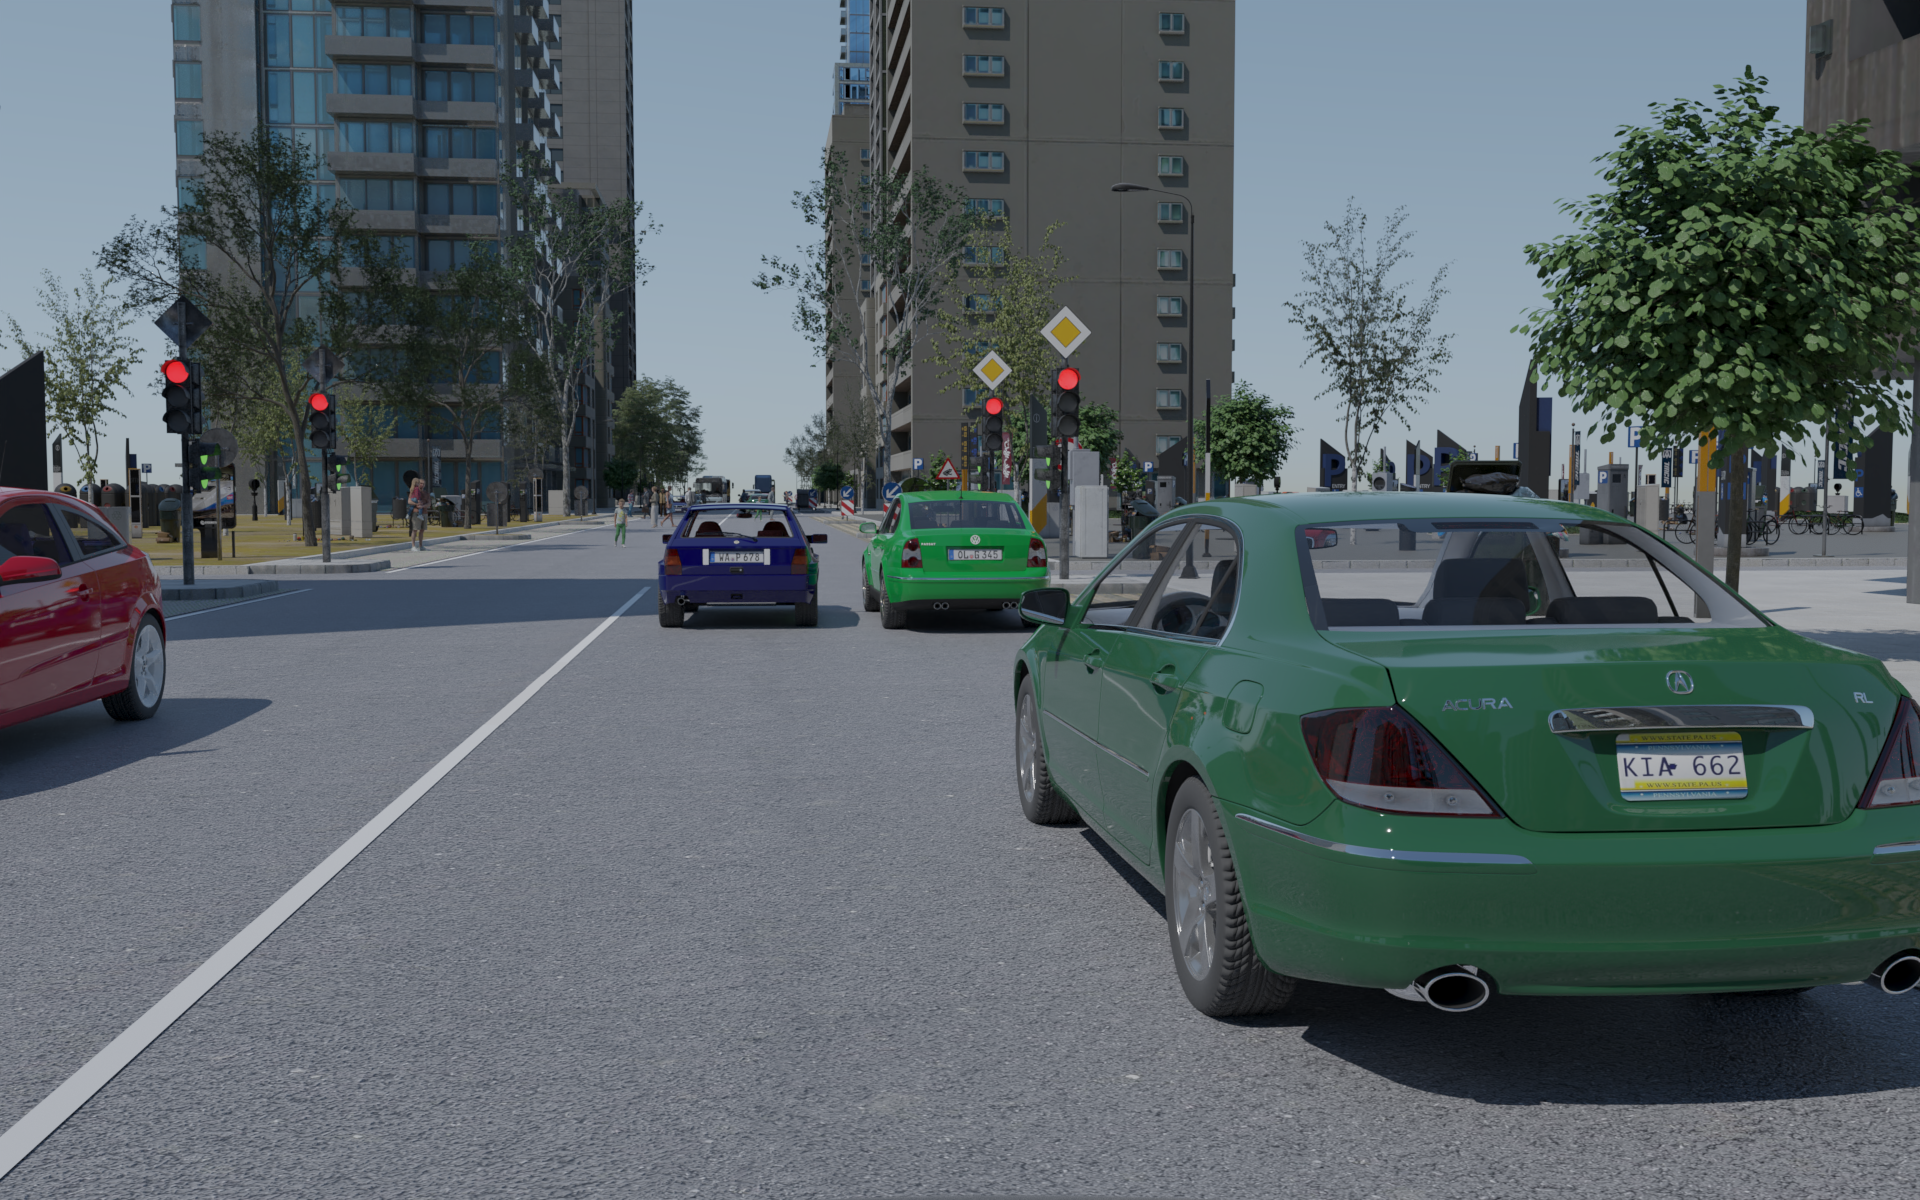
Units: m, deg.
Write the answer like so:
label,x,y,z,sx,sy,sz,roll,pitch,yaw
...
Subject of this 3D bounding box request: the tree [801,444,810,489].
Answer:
label,x,y,z,sx,sy,sz,roll,pitch,yaw
tree,-12.878,-13.407,169.567,4.360,8.622,3.978,0,3,0

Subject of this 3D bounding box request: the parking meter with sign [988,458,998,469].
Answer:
label,x,y,z,sx,sy,sz,roll,pitch,yaw
parking meter with sign,1.019,-5.229,81.757,0.543,3.016,1.738,3,5,43

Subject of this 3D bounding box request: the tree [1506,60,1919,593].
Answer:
label,x,y,z,sx,sy,sz,roll,pitch,yaw
tree,5.958,-1.801,13.167,4.285,4.588,4.351,0,3,0

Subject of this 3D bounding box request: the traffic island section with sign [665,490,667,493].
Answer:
label,x,y,z,sx,sy,sz,roll,pitch,yaw
traffic island section with sign,-26.930,-9.175,158.644,1.989,1.847,2.006,0,4,-7

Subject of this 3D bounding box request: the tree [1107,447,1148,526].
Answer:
label,x,y,z,sx,sy,sz,roll,pitch,yaw
tree,6.661,-4.659,70.770,1.663,3.219,1.824,0,3,0

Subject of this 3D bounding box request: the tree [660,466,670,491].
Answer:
label,x,y,z,sx,sy,sz,roll,pitch,yaw
tree,-34.007,-15.050,196.423,4.360,8.622,3.978,0,3,0

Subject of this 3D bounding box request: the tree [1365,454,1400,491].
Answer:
label,x,y,z,sx,sy,sz,roll,pitch,yaw
tree,20.273,-5.410,83.059,1.663,3.219,1.824,0,3,0

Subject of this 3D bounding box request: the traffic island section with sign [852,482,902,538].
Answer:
label,x,y,z,sx,sy,sz,roll,pitch,yaw
traffic island section with sign,-2.384,-2.940,56.702,1.989,1.847,2.006,0,4,-7

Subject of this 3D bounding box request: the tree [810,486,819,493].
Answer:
label,x,y,z,sx,sy,sz,roll,pitch,yaw
tree,-18.556,-13.982,223.205,1.663,3.219,1.824,0,3,0

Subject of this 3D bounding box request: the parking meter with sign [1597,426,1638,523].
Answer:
label,x,y,z,sx,sy,sz,roll,pitch,yaw
parking meter with sign,16.591,-2.925,44.092,1.738,3.016,0.543,-2,4,-24

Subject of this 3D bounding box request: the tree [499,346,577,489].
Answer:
label,x,y,z,sx,sy,sz,roll,pitch,yaw
tree,-21.069,-8.319,86.384,4.360,8.622,3.978,0,3,0

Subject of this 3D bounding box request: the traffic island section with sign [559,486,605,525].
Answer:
label,x,y,z,sx,sy,sz,roll,pitch,yaw
traffic island section with sign,-17.690,-4.429,81.036,1.989,1.847,2.006,0,4,-7

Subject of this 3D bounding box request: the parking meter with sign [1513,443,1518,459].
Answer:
label,x,y,z,sx,sy,sz,roll,pitch,yaw
parking meter with sign,18.770,-3.777,58.016,0.543,3.016,1.738,1,4,19

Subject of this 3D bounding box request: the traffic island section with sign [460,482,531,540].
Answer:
label,x,y,z,sx,sy,sz,roll,pitch,yaw
traffic island section with sign,-14.514,-2.791,54.268,1.989,1.847,2.006,0,4,-7

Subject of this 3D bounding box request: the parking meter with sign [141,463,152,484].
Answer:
label,x,y,z,sx,sy,sz,roll,pitch,yaw
parking meter with sign,-46.871,-6.291,99.117,1.738,3.016,0.543,3,5,42

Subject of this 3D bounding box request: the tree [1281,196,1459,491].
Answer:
label,x,y,z,sx,sy,sz,roll,pitch,yaw
tree,10.230,-5.712,43.750,4.360,8.622,3.978,0,3,0

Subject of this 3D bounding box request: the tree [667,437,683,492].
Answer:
label,x,y,z,sx,sy,sz,roll,pitch,yaw
tree,-34.839,-15.732,207.576,4.737,8.622,4.395,0,3,0

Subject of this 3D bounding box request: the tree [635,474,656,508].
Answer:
label,x,y,z,sx,sy,sz,roll,pitch,yaw
tree,-29.562,-10.248,162.157,1.663,3.219,1.824,0,3,0

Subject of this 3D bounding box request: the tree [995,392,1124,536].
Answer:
label,x,y,z,sx,sy,sz,roll,pitch,yaw
tree,2.663,-4.523,57.672,4.285,4.588,4.351,0,3,0

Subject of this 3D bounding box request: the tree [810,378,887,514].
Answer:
label,x,y,z,sx,sy,sz,roll,pitch,yaw
tree,-6.289,-9.678,108.604,4.360,8.622,3.978,0,3,0

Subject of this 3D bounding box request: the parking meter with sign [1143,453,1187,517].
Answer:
label,x,y,z,sx,sy,sz,roll,pitch,yaw
parking meter with sign,8.733,-4.712,73.304,1.738,3.016,0.543,2,4,27

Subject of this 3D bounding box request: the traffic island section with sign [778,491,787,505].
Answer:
label,x,y,z,sx,sy,sz,roll,pitch,yaw
traffic island section with sign,-24.437,-14.277,242.056,1.989,1.847,2.006,0,4,-7

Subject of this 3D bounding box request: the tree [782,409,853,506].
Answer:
label,x,y,z,sx,sy,sz,roll,pitch,yaw
tree,-15.627,-15.720,191.432,8.767,10.594,7.601,0,4,3

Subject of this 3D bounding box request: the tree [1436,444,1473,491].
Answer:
label,x,y,z,sx,sy,sz,roll,pitch,yaw
tree,19.485,-4.481,67.872,1.663,3.219,1.824,0,3,0

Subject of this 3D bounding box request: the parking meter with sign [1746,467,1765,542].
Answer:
label,x,y,z,sx,sy,sz,roll,pitch,yaw
parking meter with sign,21.266,-3.093,46.823,0.543,3.016,1.738,2,4,33

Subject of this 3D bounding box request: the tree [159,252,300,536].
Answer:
label,x,y,z,sx,sy,sz,roll,pitch,yaw
tree,-22.660,-6.304,53.428,4.360,8.622,3.978,0,3,0

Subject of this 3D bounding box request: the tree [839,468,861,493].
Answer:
label,x,y,z,sx,sy,sz,roll,pitch,yaw
tree,-8.087,-8.151,127.865,1.663,3.219,1.824,0,3,0

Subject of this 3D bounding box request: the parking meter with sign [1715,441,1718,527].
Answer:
label,x,y,z,sx,sy,sz,roll,pitch,yaw
parking meter with sign,25.831,-3.744,57.470,1.738,3.016,0.543,-1,4,-13

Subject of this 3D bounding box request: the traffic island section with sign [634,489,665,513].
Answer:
label,x,y,z,sx,sy,sz,roll,pitch,yaw
traffic island section with sign,-23.738,-7.538,131.878,1.989,1.847,2.006,0,4,-7

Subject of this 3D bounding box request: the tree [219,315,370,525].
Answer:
label,x,y,z,sx,sy,sz,roll,pitch,yaw
tree,-27.521,-7.346,70.476,4.737,8.622,4.395,0,3,0

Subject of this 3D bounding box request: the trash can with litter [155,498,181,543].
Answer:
label,x,y,z,sx,sy,sz,roll,pitch,yaw
trash can with litter,-20.687,-2.078,45.354,0.624,1.170,1.055,-1,4,-11

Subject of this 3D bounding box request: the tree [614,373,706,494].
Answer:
label,x,y,z,sx,sy,sz,roll,pitch,yaw
tree,-31.892,-16.913,183.176,9.857,13.997,8.962,0,3,0

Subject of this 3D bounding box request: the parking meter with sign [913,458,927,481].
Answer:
label,x,y,z,sx,sy,sz,roll,pitch,yaw
parking meter with sign,-1.700,-5.431,85.059,0.543,3.016,1.738,1,4,23

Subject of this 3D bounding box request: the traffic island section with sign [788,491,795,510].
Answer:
label,x,y,z,sx,sy,sz,roll,pitch,yaw
traffic island section with sign,-14.559,-9.198,159.021,1.989,1.847,2.006,0,4,-7

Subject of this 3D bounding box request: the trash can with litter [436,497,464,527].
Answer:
label,x,y,z,sx,sy,sz,roll,pitch,yaw
trash can with litter,-19.624,-3.387,66.759,0.624,1.170,1.055,2,4,33

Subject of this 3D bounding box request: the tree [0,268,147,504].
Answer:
label,x,y,z,sx,sy,sz,roll,pitch,yaw
tree,-28.245,-6.436,55.595,4.737,8.622,4.395,0,3,0

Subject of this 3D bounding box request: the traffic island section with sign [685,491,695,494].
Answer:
label,x,y,z,sx,sy,sz,roll,pitch,yaw
traffic island section with sign,-33.348,-12.476,212.602,1.989,1.847,2.006,0,4,-7

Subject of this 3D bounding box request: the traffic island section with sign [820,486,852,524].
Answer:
label,x,y,z,sx,sy,sz,roll,pitch,yaw
traffic island section with sign,-5.577,-4.577,83.468,1.989,1.847,2.006,0,4,-7

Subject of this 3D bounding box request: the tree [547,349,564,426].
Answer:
label,x,y,z,sx,sy,sz,roll,pitch,yaw
tree,-17.931,-7.918,63.867,8.767,10.594,7.601,3,5,40

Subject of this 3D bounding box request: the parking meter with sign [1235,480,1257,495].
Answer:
label,x,y,z,sx,sy,sz,roll,pitch,yaw
parking meter with sign,14.413,-5.500,86.178,1.738,3.016,0.543,-1,4,-22

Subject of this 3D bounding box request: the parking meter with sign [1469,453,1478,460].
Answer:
label,x,y,z,sx,sy,sz,roll,pitch,yaw
parking meter with sign,20.987,-4.712,73.304,1.738,3.016,0.543,-1,4,-15

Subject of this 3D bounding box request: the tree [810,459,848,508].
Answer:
label,x,y,z,sx,sy,sz,roll,pitch,yaw
tree,-13.907,-11.909,178.424,4.285,4.588,4.351,0,3,0

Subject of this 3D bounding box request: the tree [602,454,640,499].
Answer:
label,x,y,z,sx,sy,sz,roll,pitch,yaw
tree,-27.375,-9.533,139.572,4.285,4.588,4.351,0,3,0

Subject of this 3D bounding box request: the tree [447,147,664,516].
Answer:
label,x,y,z,sx,sy,sz,roll,pitch,yaw
tree,-23.683,-14.780,97.537,12.611,20.169,13.585,0,3,0

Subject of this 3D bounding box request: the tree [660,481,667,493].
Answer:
label,x,y,z,sx,sy,sz,roll,pitch,yaw
tree,-35.025,-12.744,202.962,1.663,3.219,1.824,0,3,0

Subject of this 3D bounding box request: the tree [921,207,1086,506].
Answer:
label,x,y,z,sx,sy,sz,roll,pitch,yaw
tree,1.337,-5.731,44.069,4.737,8.622,4.395,0,3,0

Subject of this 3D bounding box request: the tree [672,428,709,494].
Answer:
label,x,y,z,sx,sy,sz,roll,pitch,yaw
tree,-42.362,-20.767,265.290,9.928,11.665,9.643,0,3,0

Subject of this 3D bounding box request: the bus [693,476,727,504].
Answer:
label,x,y,z,sx,sy,sz,roll,pitch,yaw
bus,-24.061,-10.565,167.600,2.948,3.499,13.247,0,4,-6

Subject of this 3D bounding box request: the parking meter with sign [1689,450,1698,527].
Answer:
label,x,y,z,sx,sy,sz,roll,pitch,yaw
parking meter with sign,29.024,-4.361,67.563,0.543,3.016,1.738,0,4,1

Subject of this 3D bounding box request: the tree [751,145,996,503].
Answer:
label,x,y,z,sx,sy,sz,roll,pitch,yaw
tree,-4.769,-14.605,94.684,12.611,20.169,13.585,0,3,0

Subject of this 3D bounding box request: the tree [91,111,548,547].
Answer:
label,x,y,z,sx,sy,sz,roll,pitch,yaw
tree,-16.153,-6.602,42.350,7.601,10.594,8.767,3,4,39

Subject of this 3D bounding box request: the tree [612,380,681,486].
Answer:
label,x,y,z,sx,sy,sz,roll,pitch,yaw
tree,-31.729,-15.523,171.928,7.486,12.596,7.792,0,3,0

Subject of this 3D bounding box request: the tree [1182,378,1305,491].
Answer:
label,x,y,z,sx,sy,sz,roll,pitch,yaw
tree,8.021,-3.982,48.818,4.285,4.588,4.351,0,3,0

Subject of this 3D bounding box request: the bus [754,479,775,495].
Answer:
label,x,y,z,sx,sy,sz,roll,pitch,yaw
bus,-28.469,-15.961,252.514,2.896,3.916,12.252,-1,4,-9

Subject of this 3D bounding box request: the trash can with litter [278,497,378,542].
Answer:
label,x,y,z,sx,sy,sz,roll,pitch,yaw
trash can with litter,-17.387,-2.229,47.504,2.233,1.210,1.678,0,4,-5

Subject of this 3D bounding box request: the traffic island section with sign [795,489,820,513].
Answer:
label,x,y,z,sx,sy,sz,roll,pitch,yaw
traffic island section with sign,-11.378,-7.561,132.253,1.989,1.847,2.006,0,4,-7

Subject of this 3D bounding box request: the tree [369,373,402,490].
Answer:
label,x,y,z,sx,sy,sz,roll,pitch,yaw
tree,-35.824,-9.367,103.505,4.737,8.622,4.395,0,3,0

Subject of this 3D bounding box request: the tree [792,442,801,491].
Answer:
label,x,y,z,sx,sy,sz,roll,pitch,yaw
tree,-20.103,-17.077,229.565,4.360,8.622,3.978,0,3,0

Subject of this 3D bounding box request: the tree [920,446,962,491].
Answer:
label,x,y,z,sx,sy,sz,roll,pitch,yaw
tree,-0.871,-4.519,68.482,1.663,3.219,1.824,0,3,0
